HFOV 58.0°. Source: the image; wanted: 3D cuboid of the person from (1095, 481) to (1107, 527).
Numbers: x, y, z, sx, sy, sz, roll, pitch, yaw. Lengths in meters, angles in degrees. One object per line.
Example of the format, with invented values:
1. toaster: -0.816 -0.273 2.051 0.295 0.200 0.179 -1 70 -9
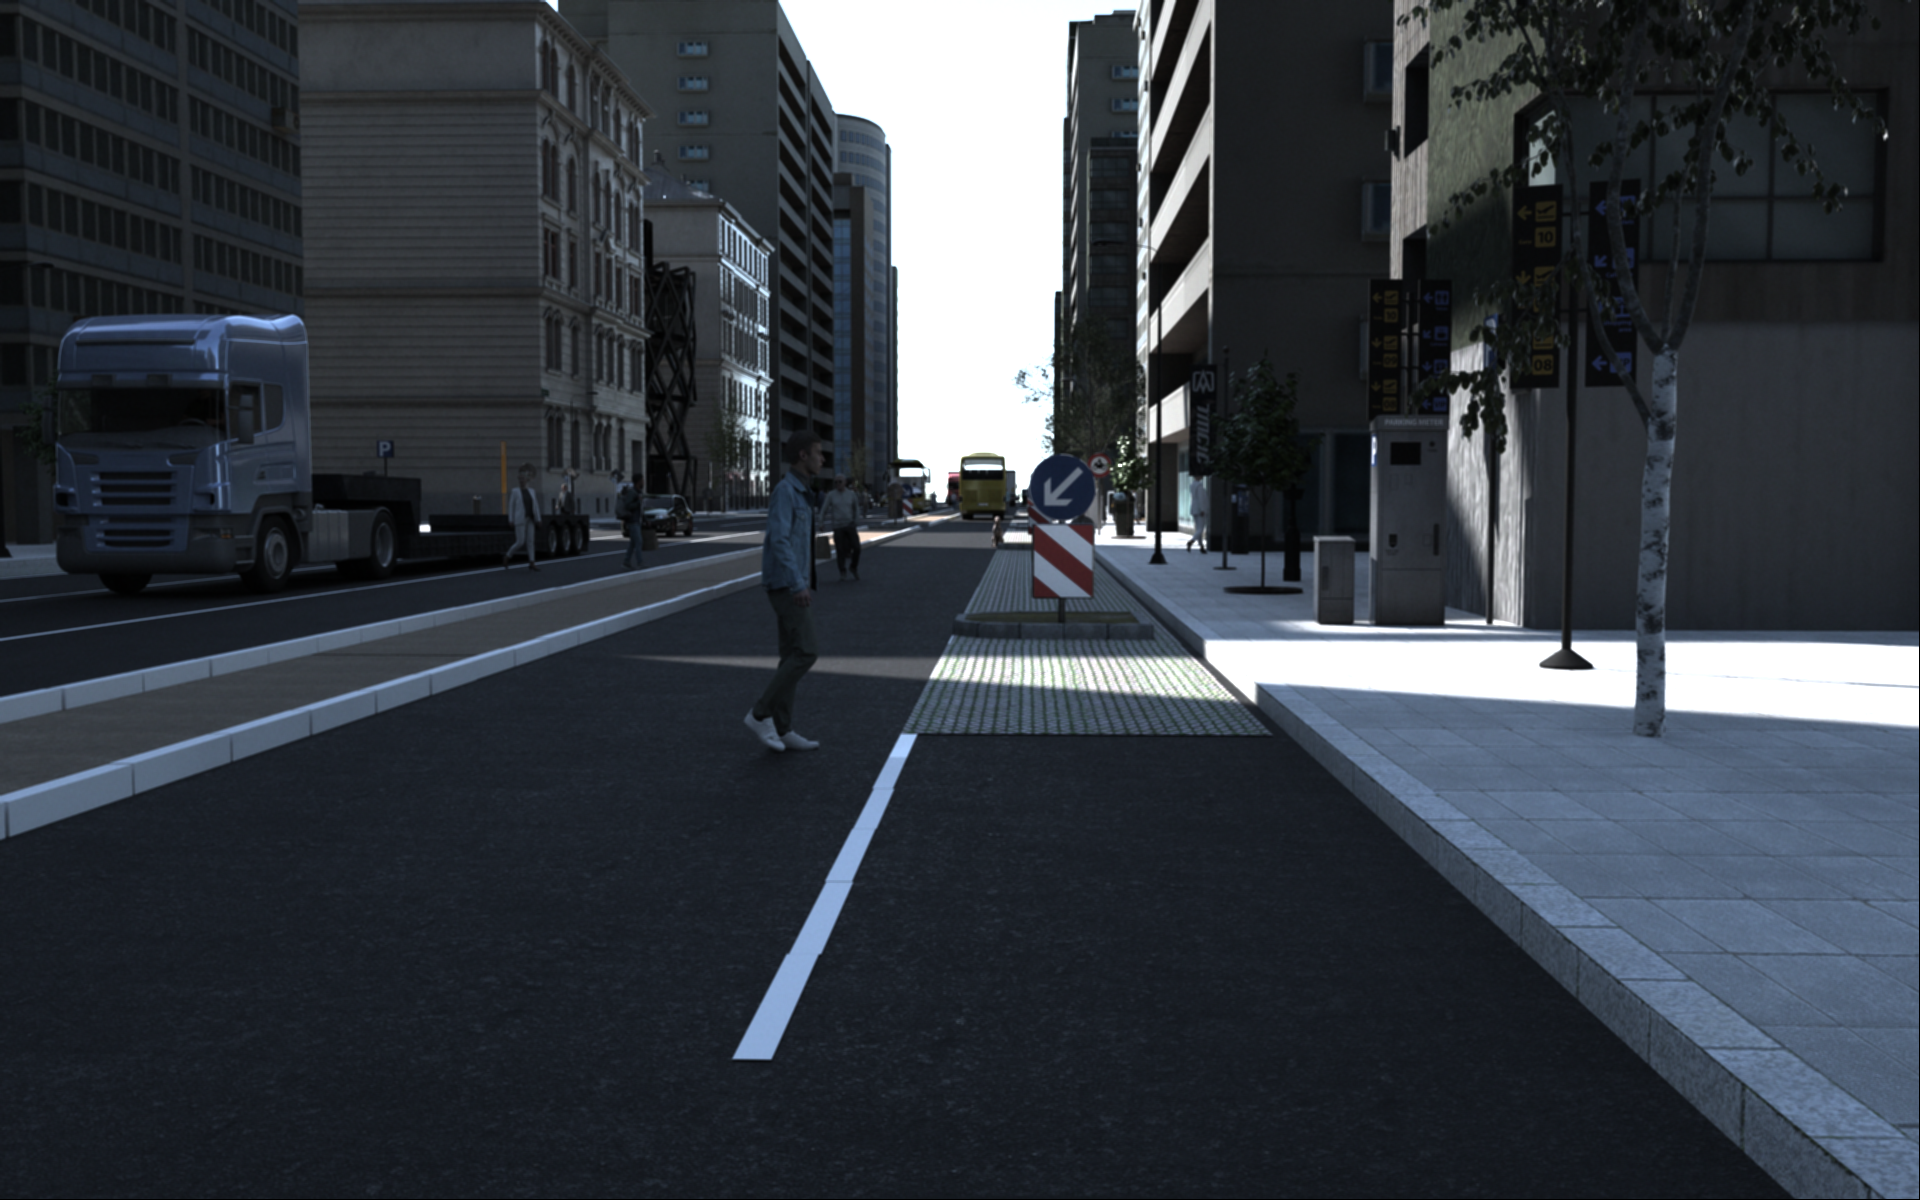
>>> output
1. person: 5.405 -3.765 67.788 0.728 1.800 0.709 1 4 8

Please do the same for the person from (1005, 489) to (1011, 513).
1. person: 3.446 -7.403 129.393 0.638 1.841 0.748 1 4 13

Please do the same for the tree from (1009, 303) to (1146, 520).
1. tree: 6.891 -9.175 84.420 8.767 10.594 7.601 -2 4 -27

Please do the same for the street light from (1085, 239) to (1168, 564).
1. street light: 3.099 -3.617 31.685 1.470 5.913 1.316 0 4 2

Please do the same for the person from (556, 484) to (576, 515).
1. person: -13.730 -3.138 60.207 0.661 1.777 0.834 1 4 14

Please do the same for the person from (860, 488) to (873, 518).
1. person: -5.784 -5.948 105.873 0.709 1.813 0.853 -3 5 -42

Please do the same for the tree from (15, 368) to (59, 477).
1. tree: -19.405 -3.391 39.158 4.285 4.588 4.351 0 3 0

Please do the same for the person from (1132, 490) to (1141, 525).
1. person: 7.448 -3.983 73.973 0.624 1.780 0.694 1 4 9

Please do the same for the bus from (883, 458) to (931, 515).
1. bus: -3.546 -7.986 122.118 2.896 3.916 12.252 0 4 1

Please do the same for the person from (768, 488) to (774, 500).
1. person: -12.341 -6.409 113.467 0.466 1.800 0.511 0 4 4

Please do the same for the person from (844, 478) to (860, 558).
1. person: -2.484 -1.860 39.086 0.473 1.802 0.592 0 4 0

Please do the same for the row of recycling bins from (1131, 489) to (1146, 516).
1. row of recycling bins: 9.306 -5.041 89.533 1.069 1.692 3.534 -1 4 -9

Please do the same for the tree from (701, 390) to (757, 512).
1. tree: -16.515 -10.554 122.915 4.737 8.622 4.395 0 3 0

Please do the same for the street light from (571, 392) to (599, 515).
1. street light: -17.100 -6.497 78.765 1.470 5.913 1.316 0 4 2

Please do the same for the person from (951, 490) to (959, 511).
1. person: -0.431 -8.129 142.073 0.731 1.740 0.598 1 4 9

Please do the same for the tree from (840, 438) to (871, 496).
1. tree: -13.342 -16.865 226.099 4.360 8.622 3.978 0 3 0

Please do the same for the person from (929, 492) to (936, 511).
1. person: -2.411 -8.237 143.014 0.795 1.843 0.661 -3 5 -39

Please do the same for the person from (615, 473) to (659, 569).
1. person: -6.075 -1.477 32.632 0.713 1.824 0.794 1 4 21

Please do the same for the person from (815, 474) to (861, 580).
1. person: -2.042 -1.217 28.885 0.782 1.767 0.515 -1 4 -11

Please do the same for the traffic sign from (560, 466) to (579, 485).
1. traffic sign: -15.948 -4.193 70.747 0.795 2.593 0.064 0 4 2

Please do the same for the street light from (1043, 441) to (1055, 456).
1. street light: 6.377 -8.679 114.445 1.470 5.913 1.316 0 4 2

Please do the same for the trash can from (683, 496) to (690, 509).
1. trash can: -16.439 -5.586 102.987 0.748 1.137 0.748 0 3 0

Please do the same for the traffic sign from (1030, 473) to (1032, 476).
1. traffic sign: 3.231 -4.147 69.998 0.795 2.593 0.064 0 4 2

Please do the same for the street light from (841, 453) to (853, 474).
1. street light: -12.686 -13.527 193.701 1.470 5.913 1.316 0 4 2

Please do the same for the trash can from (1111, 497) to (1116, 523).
1. trash can: 7.149 -4.029 77.529 0.748 1.137 0.748 0 3 0

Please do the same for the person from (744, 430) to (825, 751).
1. person: -0.970 -0.049 9.639 0.444 1.785 0.601 0 4 7

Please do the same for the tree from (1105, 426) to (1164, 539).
1. tree: 4.814 -3.366 49.631 1.663 3.219 1.824 0 3 0

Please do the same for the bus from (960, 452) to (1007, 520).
1. bus: 1.348 -6.639 100.101 2.896 3.916 12.252 0 4 1

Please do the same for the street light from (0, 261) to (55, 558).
1. street light: -18.784 -3.806 34.763 1.470 5.913 1.316 0 4 2

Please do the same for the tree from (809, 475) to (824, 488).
1. tree: -14.184 -10.877 172.446 1.663 3.219 1.824 0 3 0

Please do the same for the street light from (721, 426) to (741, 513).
1. street light: -15.579 -8.878 117.703 1.470 5.913 1.316 0 4 2

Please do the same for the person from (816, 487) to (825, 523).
1. person: -6.825 -4.668 85.012 0.419 1.800 0.721 1 4 9

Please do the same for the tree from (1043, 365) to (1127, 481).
1. tree: 7.224 -8.733 93.142 4.360 8.622 3.978 0 3 0

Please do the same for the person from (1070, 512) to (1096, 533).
1. person: 1.976 -0.930 27.979 0.475 1.303 0.640 -2 4 -28

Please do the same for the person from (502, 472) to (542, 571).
1. person: -8.192 -1.467 32.358 0.818 1.842 0.514 2 4 26

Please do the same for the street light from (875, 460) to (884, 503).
1. street light: -11.042 -16.248 238.192 1.470 5.913 1.316 0 4 2

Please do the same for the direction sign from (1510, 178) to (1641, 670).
1. direction sign: 4.482 -1.266 12.702 0.876 3.537 0.379 2 4 25

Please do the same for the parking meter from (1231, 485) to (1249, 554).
1. parking meter: 5.977 -1.745 36.949 0.372 1.533 0.369 0 3 0

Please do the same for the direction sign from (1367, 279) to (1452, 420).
1. direction sign: 4.750 -1.612 18.362 0.876 3.537 0.379 0 4 -2

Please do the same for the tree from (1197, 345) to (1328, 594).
1. tree: 4.076 -1.712 22.595 1.663 3.219 1.824 0 3 0

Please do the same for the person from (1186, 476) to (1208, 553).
1. person: 5.077 -1.913 37.196 0.818 1.842 0.514 -3 5 -40

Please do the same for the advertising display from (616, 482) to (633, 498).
1. advertising display: -17.364 -5.184 89.973 0.974 1.923 0.123 -1 4 -15

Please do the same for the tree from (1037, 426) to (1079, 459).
1. tree: 9.423 -12.768 159.123 4.737 8.622 4.395 0 3 0

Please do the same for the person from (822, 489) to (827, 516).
1. person: -9.020 -6.518 115.423 0.716 1.782 0.532 -1 4 -16

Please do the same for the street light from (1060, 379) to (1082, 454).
1. street light: 4.742 -5.947 69.775 1.470 5.913 1.316 0 4 2

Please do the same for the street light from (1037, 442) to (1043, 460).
1. street light: 7.807 -11.033 152.925 1.470 5.913 1.316 0 4 2

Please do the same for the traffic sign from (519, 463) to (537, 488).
1. traffic sign: -17.648 -4.317 70.686 0.768 2.556 0.104 1 4 8

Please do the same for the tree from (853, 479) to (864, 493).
1. tree: -12.784 -13.617 217.239 1.663 3.219 1.824 0 3 0

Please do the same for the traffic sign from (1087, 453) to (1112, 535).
1. traffic sign: 4.318 -3.275 53.651 0.768 2.556 0.104 0 4 7

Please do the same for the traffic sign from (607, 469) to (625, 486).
1. traffic sign: -15.644 -4.681 78.726 0.795 2.593 0.064 0 4 2

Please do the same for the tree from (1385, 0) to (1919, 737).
1. tree: 3.813 -3.596 9.149 4.360 8.622 3.978 0 3 0
